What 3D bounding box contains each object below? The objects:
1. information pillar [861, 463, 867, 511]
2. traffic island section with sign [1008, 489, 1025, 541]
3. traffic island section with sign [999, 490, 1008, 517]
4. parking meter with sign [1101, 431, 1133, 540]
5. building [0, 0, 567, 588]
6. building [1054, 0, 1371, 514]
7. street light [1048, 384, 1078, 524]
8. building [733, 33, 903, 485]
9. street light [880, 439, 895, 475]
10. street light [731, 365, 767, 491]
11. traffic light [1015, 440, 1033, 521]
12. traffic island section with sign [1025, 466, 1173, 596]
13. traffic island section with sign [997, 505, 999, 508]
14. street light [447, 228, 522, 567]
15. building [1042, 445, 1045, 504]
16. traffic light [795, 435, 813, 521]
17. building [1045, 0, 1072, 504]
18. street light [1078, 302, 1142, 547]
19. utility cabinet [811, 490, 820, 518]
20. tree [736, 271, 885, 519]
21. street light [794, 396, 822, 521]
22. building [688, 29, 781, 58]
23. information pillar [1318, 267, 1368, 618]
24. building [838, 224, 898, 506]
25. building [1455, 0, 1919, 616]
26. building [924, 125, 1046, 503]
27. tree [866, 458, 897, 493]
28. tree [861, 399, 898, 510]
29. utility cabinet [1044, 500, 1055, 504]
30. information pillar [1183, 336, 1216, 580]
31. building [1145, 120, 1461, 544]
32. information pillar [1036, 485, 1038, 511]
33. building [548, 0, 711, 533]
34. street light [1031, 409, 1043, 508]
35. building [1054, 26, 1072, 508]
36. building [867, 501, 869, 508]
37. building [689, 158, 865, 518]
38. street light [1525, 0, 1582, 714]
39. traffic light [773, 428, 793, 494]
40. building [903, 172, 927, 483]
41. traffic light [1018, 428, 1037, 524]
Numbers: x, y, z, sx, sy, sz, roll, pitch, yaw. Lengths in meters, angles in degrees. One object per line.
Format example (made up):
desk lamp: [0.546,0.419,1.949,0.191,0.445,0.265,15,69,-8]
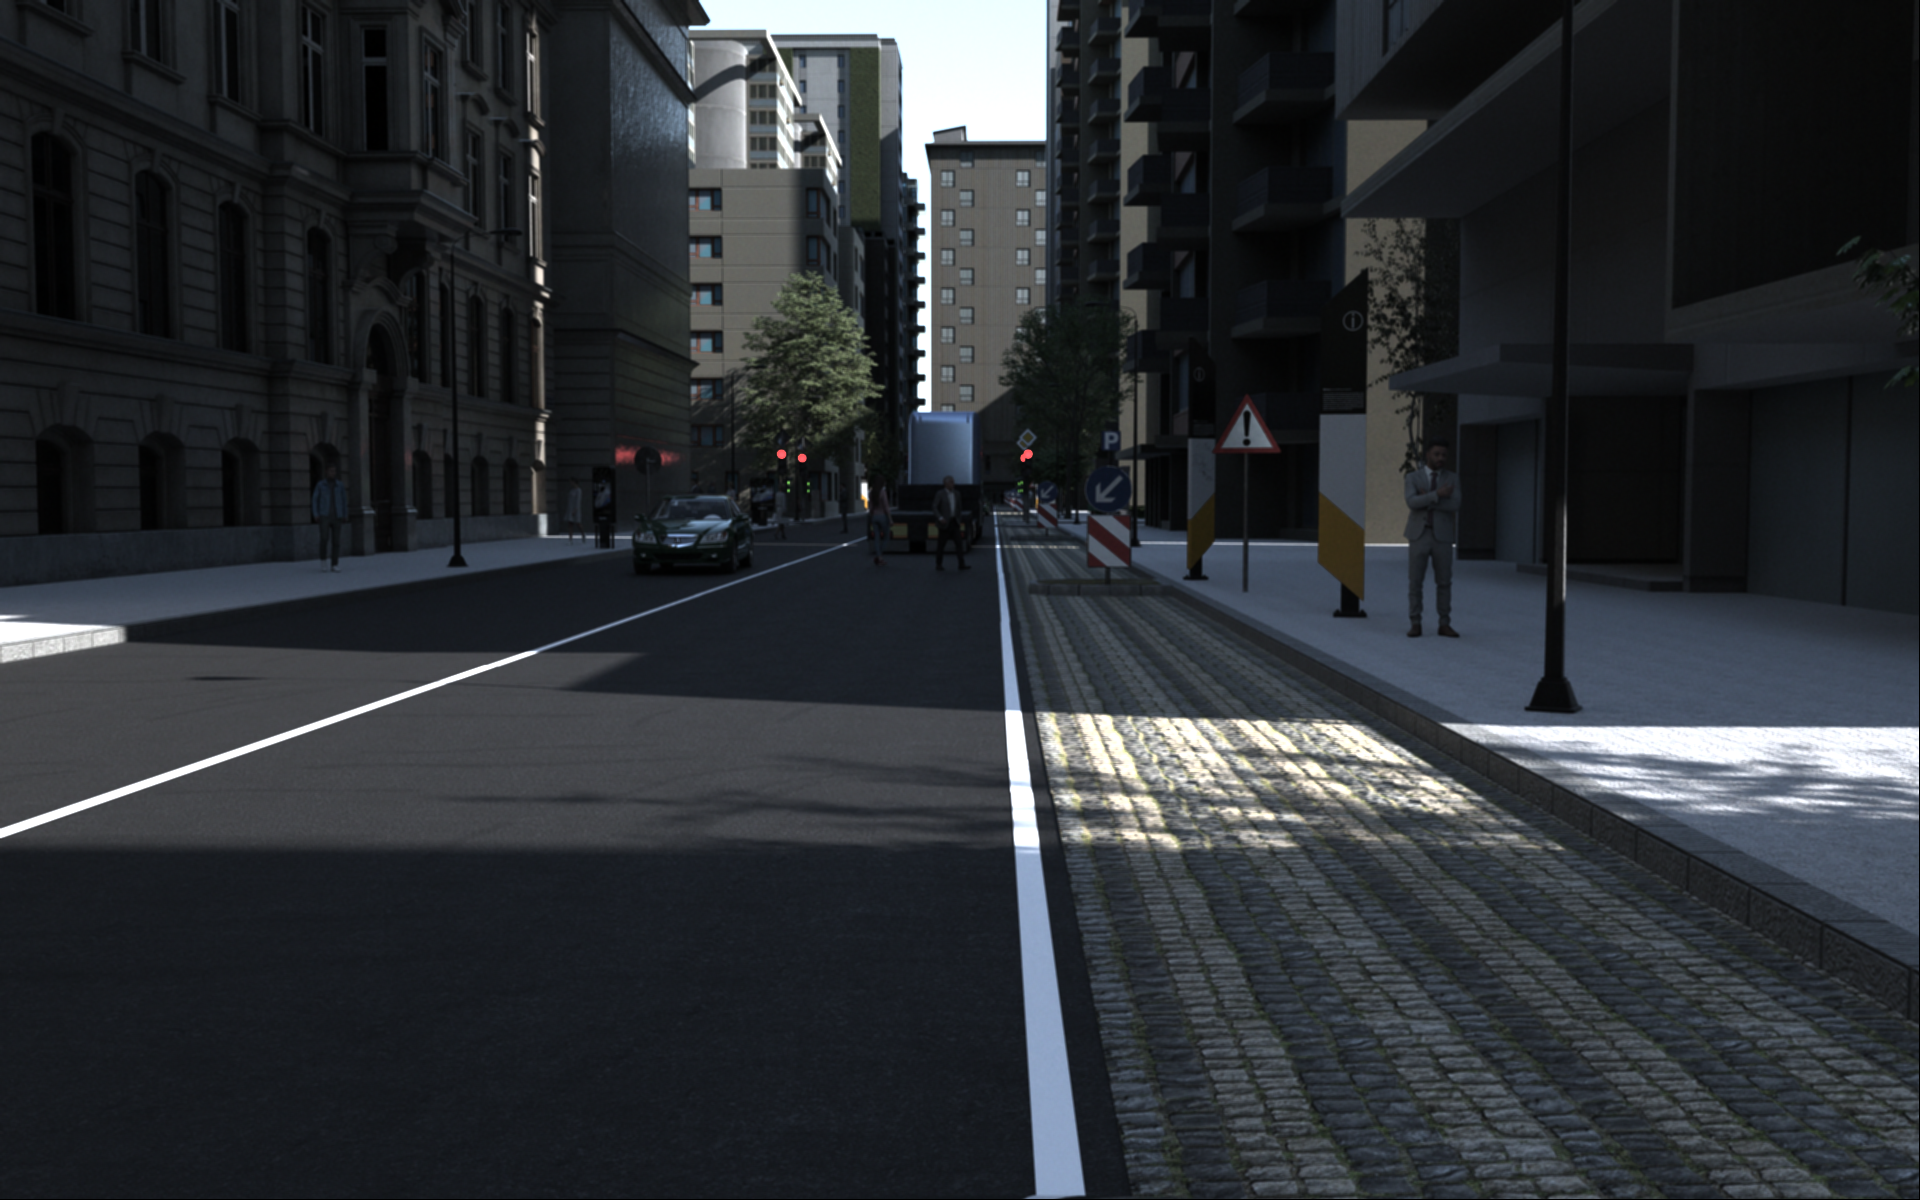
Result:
information pillar: [-7.089,-8.379,128.346,0.504,3.616,0.183,0,4,-7]
traffic island section with sign: [2.541,-2.720,53.092,1.989,1.847,2.006,0,4,1]
traffic island section with sign: [3.562,-6.027,107.173,1.989,1.847,2.006,0,4,1]
parking meter with sign: [4.302,-3.105,47.023,0.543,3.016,1.738,-1,4,-10]
building: [-18.014,-13.306,36.641,14.460,24.649,34.723,0,4,1]
building: [19.031,-29.800,141.856,22.147,44.769,28.867,0,4,1]
street light: [4.407,-6.150,73.099,1.470,5.913,1.316,0,4,1]
building: [-21.520,-41.524,220.908,28.212,58.520,21.231,0,4,1]
street light: [-6.126,-10.577,145.470,1.470,5.913,1.316,0,4,1]
street light: [-7.655,-5.501,62.477,1.470,5.913,1.316,0,4,1]
traffic light: [3.033,-5.690,81.951,0.839,4.253,0.868,0,4,1]
traffic island section with sign: [1.996,-1.008,25.104,1.989,1.847,2.006,0,4,1]
traffic island section with sign: [4.067,-7.676,134.124,1.989,1.847,2.006,0,4,1]
street light: [-8.339,-3.539,30.411,1.470,5.913,1.316,0,4,1]
building: [21.640,-55.105,213.642,22.319,86.520,31.000,0,4,1]
traffic light: [-7.426,-5.701,82.134,0.839,4.253,0.868,0,4,1]
building: [19.621,-39.315,184.807,21.231,58.520,28.212,0,4,1]
street light: [3.707,-4.244,41.928,1.470,5.913,1.316,0,4,1]
utility cabinet: [-7.557,-5.006,90.528,0.318,1.500,1.173,-1,4,-13]
tree: [-7.531,-10.418,88.463,7.486,12.596,7.792,0,3,0]
street light: [-7.213,-6.701,82.103,1.470,5.913,1.316,0,4,1]
building: [-26.400,-27.457,140.803,32.217,40.220,23.993,0,4,1]
information pillar: [3.992,-1.630,18.000,0.504,3.616,0.183,1,4,12]
building: [-14.149,-25.482,188.327,14.160,30.474,14.107,0,4,1]
building: [20.542,-26.341,19.908,28.713,52.752,27.495,0,4,1]
building: [9.058,-40.747,255.448,27.495,52.752,28.713,0,4,1]
tree: [-7.073,-10.129,149.324,4.285,4.588,4.351,0,3,0]
tree: [-7.517,-11.482,138.090,4.737,8.622,4.395,0,3,0]
utility cabinet: [5.150,-5.561,99.595,0.318,1.500,1.173,1,4,21]
information pillar: [3.599,-2.111,25.873,0.504,3.616,0.183,-2,4,-34]
building: [16.889,-24.570,56.341,22.147,44.769,28.867,0,4,1]
information pillar: [5.847,-8.577,131.584,0.183,3.616,0.504,0,4,6]
building: [-25.414,-14.109,63.963,30.059,22.955,16.112,0,4,1]
street light: [4.760,-7.438,94.152,1.470,5.913,1.316,0,4,1]
building: [16.142,-31.437,164.105,14.600,45.320,14.200,0,4,1]
building: [-24.771,-29.195,169.213,32.217,40.220,23.993,0,4,1]
building: [-20.788,-16.015,106.878,27.650,21.520,28.899,0,4,1]
street light: [2.989,-2.299,10.136,1.470,5.913,1.316,0,4,1]
traffic light: [-7.579,-5.213,74.150,0.839,4.253,0.868,0,4,1]
building: [-20.119,-38.817,254.267,30.456,49.044,23.786,0,4,1]
traffic light: [2.881,-5.202,73.968,0.839,4.253,0.868,0,4,1]
